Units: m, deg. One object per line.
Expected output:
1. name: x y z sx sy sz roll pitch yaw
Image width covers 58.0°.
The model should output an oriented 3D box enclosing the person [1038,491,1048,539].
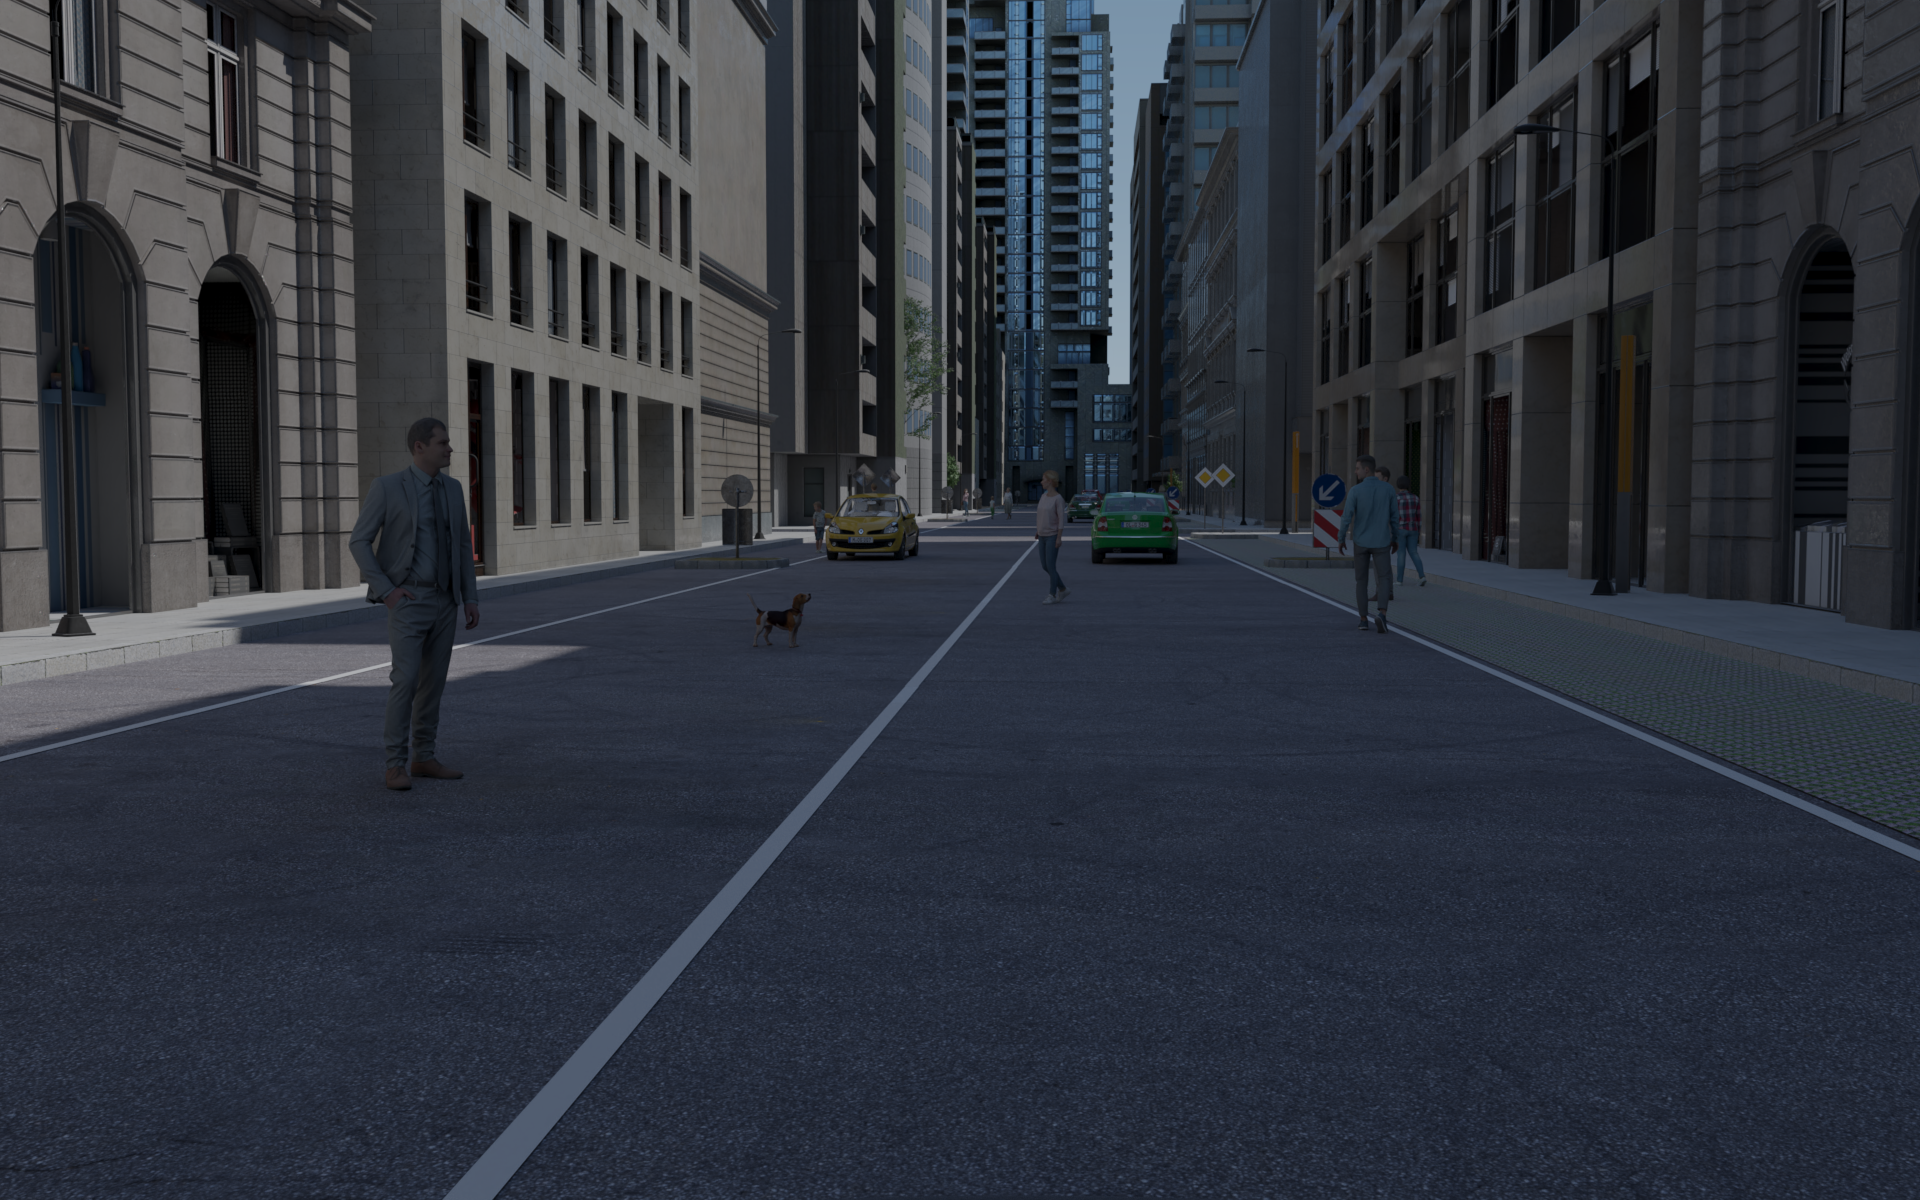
1. person: 2.627 -2.696 52.600 0.620 1.820 0.660 -1 4 -21

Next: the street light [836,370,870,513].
1. street light: -4.070 -5.642 64.780 1.470 5.913 1.316 0 4 4

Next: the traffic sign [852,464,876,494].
1. traffic sign: -3.154 -3.257 56.896 0.795 2.450 0.064 0 4 4

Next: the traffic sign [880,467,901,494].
1. traffic sign: -2.609 -3.744 64.862 0.795 2.450 0.064 0 4 4

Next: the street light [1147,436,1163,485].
1. street light: 15.633 -10.146 138.426 1.470 5.913 1.316 0 4 4

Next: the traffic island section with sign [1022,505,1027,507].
1. traffic island section with sign: 6.525 -11.330 193.868 1.989 1.847 2.006 0 4 4

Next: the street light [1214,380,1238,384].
1. street light: 11.067 -6.008 70.774 1.470 5.913 1.316 0 4 4

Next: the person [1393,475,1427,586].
1. person: 6.920 -1.072 26.867 0.563 1.720 0.643 -1 4 -17

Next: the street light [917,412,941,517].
1. street light: -1.753 -7.699 98.425 1.470 5.913 1.316 0 4 4

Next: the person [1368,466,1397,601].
1. person: 5.565 -0.885 23.165 0.583 1.804 0.606 0 4 -7

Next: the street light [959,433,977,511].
1. street light: 0.590 -9.744 131.860 1.470 5.913 1.316 0 4 4

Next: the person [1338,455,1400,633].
1. person: 4.262 -0.594 18.069 0.638 1.841 0.748 1 4 14

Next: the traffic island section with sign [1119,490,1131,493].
1. traffic island section with sign: 17.874 -11.248 192.533 1.989 1.847 2.006 0 4 4

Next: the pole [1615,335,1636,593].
1. pole: 8.600 -1.745 22.372 0.158 3.312 0.155 0 3 0

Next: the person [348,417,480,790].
1. person: -2.696 -0.003 8.648 0.391 1.810 0.635 2 4 28

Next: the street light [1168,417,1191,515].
1. street light: 13.271 -8.081 104.666 1.470 5.913 1.316 0 4 4

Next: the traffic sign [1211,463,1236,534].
1. traffic sign: 8.512 -3.207 56.080 0.795 2.450 0.064 0 4 4

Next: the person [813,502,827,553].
1. person: -3.399 -1.769 42.110 0.332 1.250 0.352 1 4 21

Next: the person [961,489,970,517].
1. person: 0.388 -6.032 107.711 0.643 1.750 0.593 -2 4 -28

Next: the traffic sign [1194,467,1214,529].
1. traffic sign: 9.057 -3.694 64.047 0.795 2.450 0.064 0 4 4

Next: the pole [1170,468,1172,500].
1. pole: 16.665 -8.733 136.622 0.158 3.312 0.155 0 3 0

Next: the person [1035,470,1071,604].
1. person: 1.221 -0.825 22.662 0.598 1.740 0.731 -3 5 -40

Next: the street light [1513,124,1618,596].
1. street light: 7.640 -3.017 21.865 1.470 5.913 1.316 0 4 4

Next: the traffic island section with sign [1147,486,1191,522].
1. traffic island section with sign: 10.759 -4.895 88.664 1.989 1.847 2.006 0 4 4

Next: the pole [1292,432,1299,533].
1. pole: 11.008 -3.852 56.824 0.158 3.312 0.155 0 3 0

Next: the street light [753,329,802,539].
1. street light: -5.147 -4.669 48.874 1.470 5.913 1.316 0 4 4

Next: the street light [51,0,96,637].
1. street light: -7.494 -2.626 15.478 1.470 5.913 1.316 0 4 4

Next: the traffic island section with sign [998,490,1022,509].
1. traffic island section with sign: 4.683 -9.685 166.976 1.989 1.847 2.006 0 4 4

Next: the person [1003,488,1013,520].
1. person: 2.737 -5.428 97.466 0.478 1.798 0.641 3 4 38

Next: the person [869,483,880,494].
1. person: -2.547 -2.575 51.147 0.519 1.759 0.362 -2 4 -32

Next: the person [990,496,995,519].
1. person: 1.825 -5.202 97.808 0.306 1.304 0.590 1 4 16

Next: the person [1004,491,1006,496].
1. person: 4.181 -9.109 158.344 0.530 1.710 0.541 2 4 24

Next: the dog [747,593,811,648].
1. dog: -1.698 0.185 16.266 0.540 0.507 0.406 -1 4 -17

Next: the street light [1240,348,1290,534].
1. street light: 9.830 -5.060 55.272 1.470 5.913 1.316 0 4 4

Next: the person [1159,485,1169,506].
1. person: 8.337 -3.876 72.057 0.709 1.800 0.728 0 3 0
